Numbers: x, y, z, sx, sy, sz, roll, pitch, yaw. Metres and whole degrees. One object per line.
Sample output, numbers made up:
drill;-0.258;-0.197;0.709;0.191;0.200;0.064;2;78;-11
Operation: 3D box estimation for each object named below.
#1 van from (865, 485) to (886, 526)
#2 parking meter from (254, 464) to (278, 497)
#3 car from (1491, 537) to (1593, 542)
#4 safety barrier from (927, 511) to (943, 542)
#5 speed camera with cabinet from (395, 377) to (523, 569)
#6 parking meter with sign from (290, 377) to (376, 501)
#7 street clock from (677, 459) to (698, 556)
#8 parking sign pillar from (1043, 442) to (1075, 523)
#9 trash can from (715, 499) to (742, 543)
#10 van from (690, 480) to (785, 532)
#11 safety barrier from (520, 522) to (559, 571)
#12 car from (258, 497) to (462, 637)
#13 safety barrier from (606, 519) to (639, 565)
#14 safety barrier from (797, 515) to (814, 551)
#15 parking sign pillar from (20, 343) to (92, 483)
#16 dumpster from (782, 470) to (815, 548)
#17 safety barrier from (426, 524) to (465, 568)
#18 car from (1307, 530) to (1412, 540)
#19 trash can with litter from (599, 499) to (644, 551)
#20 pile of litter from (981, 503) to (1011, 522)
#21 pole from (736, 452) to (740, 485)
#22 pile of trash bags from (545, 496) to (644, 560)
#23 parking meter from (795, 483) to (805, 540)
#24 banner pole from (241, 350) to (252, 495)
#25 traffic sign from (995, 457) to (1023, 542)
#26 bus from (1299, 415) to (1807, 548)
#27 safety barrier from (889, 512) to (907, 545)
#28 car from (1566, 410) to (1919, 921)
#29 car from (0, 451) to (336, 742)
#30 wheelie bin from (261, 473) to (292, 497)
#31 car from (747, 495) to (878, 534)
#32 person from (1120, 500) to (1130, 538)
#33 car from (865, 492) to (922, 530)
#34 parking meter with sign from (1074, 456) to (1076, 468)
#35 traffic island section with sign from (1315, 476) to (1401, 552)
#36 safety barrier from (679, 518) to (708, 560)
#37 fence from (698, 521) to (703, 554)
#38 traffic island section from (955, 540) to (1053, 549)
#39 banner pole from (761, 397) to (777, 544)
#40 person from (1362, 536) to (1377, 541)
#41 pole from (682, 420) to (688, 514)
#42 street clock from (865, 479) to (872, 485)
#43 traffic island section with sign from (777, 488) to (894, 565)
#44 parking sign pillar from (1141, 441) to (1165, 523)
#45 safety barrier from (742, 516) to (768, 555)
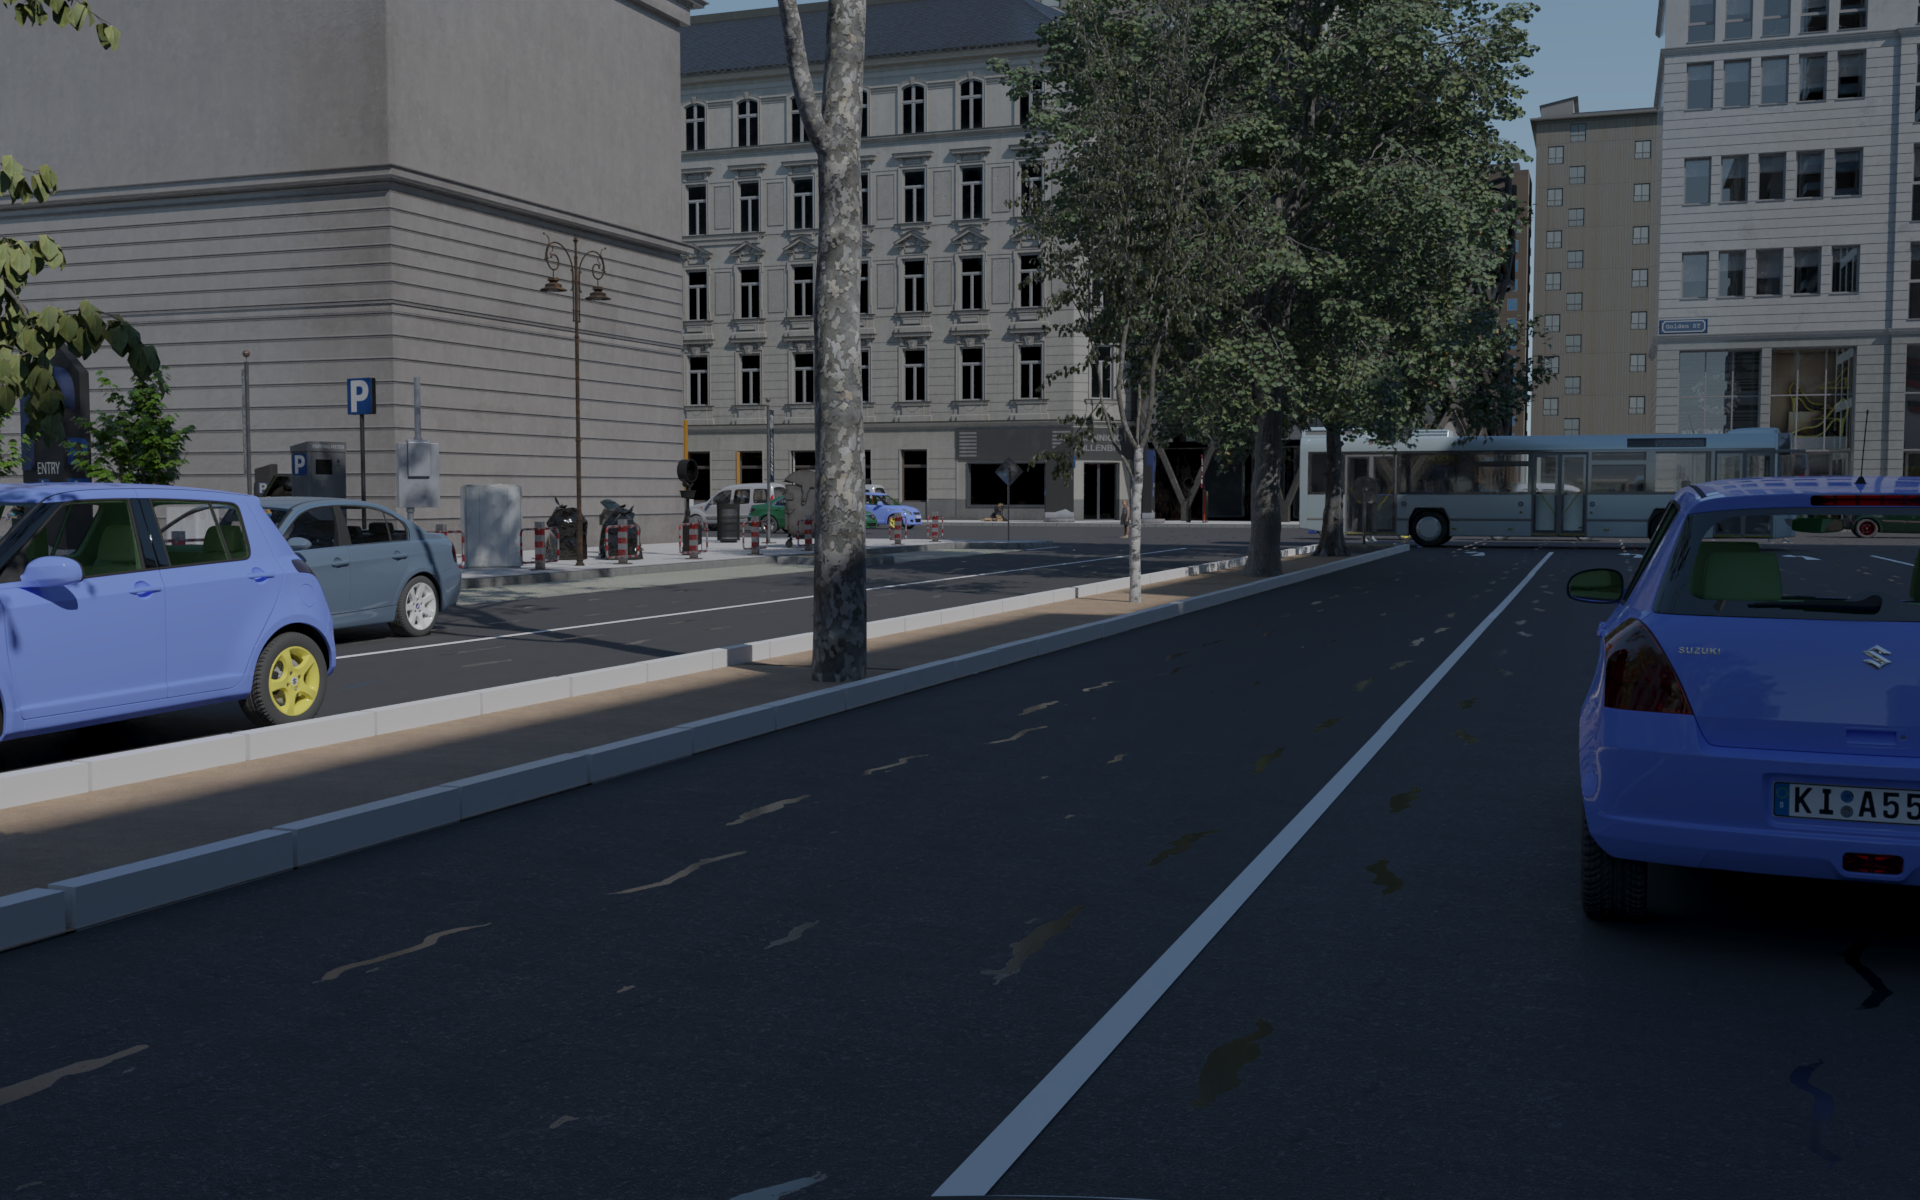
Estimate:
van;-5.290;-4.258;76.632;4.112;2.044;2.013;1;4;20
parking meter;-13.494;-1.712;33.703;0.399;1.863;0.255;1;4;9
car;18.034;-2.498;53.421;3.894;1.354;1.945;1;4;20
safety barrier;-0.661;-1.958;46.285;0.300;0.817;1.120;1;4;20
speed camera with cabinet;-8.629;-2.171;29.839;2.038;3.252;0.660;-1;4;-23
parking meter with sign;-9.420;-1.781;25.386;0.543;3.016;1.738;2;4;31
street clock;-5.682;-1.932;36.158;0.358;2.002;0.471;2;4;24
parking sign pillar;4.497;-5.509;78.549;1.447;3.967;1.447;0;4;-5
trash can;-6.107;-2.080;45.667;0.748;1.137;0.748;0;3;0
van;-8.697;-3.672;67.042;4.112;2.044;2.013;1;4;19
safety barrier;-7.059;-0.907;29.102;0.300;0.817;1.120;1;4;20
car;-6.642;-0.274;16.480;2.014;1.417;4.499;1;4;20
safety barrier;-6.145;-1.057;31.563;0.300;0.817;1.120;1;4;20
safety barrier;-3.403;-1.507;38.918;0.300;0.817;1.120;1;4;20
parking sign pillar;-13.632;-2.303;26.124;1.447;3.967;1.447;3;4;37
dumpster;-3.370;-2.198;41.699;1.264;1.857;1.865;1;4;20
safety barrier;-7.974;-0.756;26.643;0.300;0.817;1.120;1;4;20
car;12.876;-2.764;54.790;3.694;1.707;1.945;1;4;20
trash can with litter;-7.287;-1.593;37.439;1.055;1.170;0.624;2;4;31
pile of litter;1.664;-4.109;81.140;1.176;0.858;1.719;-2;4;-27
pole;-10.775;-5.515;84.012;0.158;3.312;0.155;0;3;0
pile of trash bags;-7.942;-1.503;34.321;3.447;1.369;1.912;0;4;-1
parking meter;-4.435;-2.646;48.965;0.399;1.863;0.255;-2;4;-34
banner pole;-12.524;-2.471;30.414;0.401;3.779;0.863;-2;4;-30
traffic sign;1.311;-2.633;46.698;0.795;2.450;0.064;1;4;20
bus;15.945;-3.149;46.349;13.247;3.499;2.948;1;4;20
safety barrier;-1.571;-1.807;43.826;0.300;0.817;1.120;1;4;20
car;3.373;0.173;6.768;1.945;1.707;3.694;1;4;22
car;-5.278;-0.002;9.631;1.945;1.707;3.694;1;4;21
wheelie bin;-10.266;-1.139;26.534;0.693;1.594;0.980;1;4;15
car;-5.346;-3.135;63.051;4.920;1.459;2.131;1;4;21
person;5.406;-2.669;56.810;0.373;1.253;0.362;-2;4;-23
car;-3.398;-3.761;71.083;3.694;1.707;1.945;1;4;19
parking meter with sign;4.964;-5.153;80.512;0.543;3.016;1.738;0;4;-5
traffic island section with sign;10.133;-2.177;43.736;2.006;1.907;1.989;1;4;20
safety barrier;-5.229;-1.207;34.012;0.300;0.817;1.120;1;4;20
fence;-5.741;-1.380;37.944;0.278;0.683;2.069;0;4;-4
traffic island section;1.286;-1.498;46.768;2.009;0.180;2.903;1;4;20
banner pole;-4.942;-3.374;45.178;0.401;3.779;0.863;0;4;8
person;12.312;-2.672;52.459;0.793;1.790;0.793;-2;4;-30
pole;-7.577;-3.288;47.610;0.158;3.312;0.155;0;3;0
street clock;-4.310;-4.707;81.526;0.358;2.002;0.471;1;4;8
traffic island section with sign;-2.453;-1.658;35.732;1.989;1.847;2.006;1;4;20
parking sign pillar;8.328;-5.378;76.400;1.447;3.967;1.447;1;4;13
safety barrier;-4.311;-1.357;36.466;0.300;0.817;1.120;1;4;20
